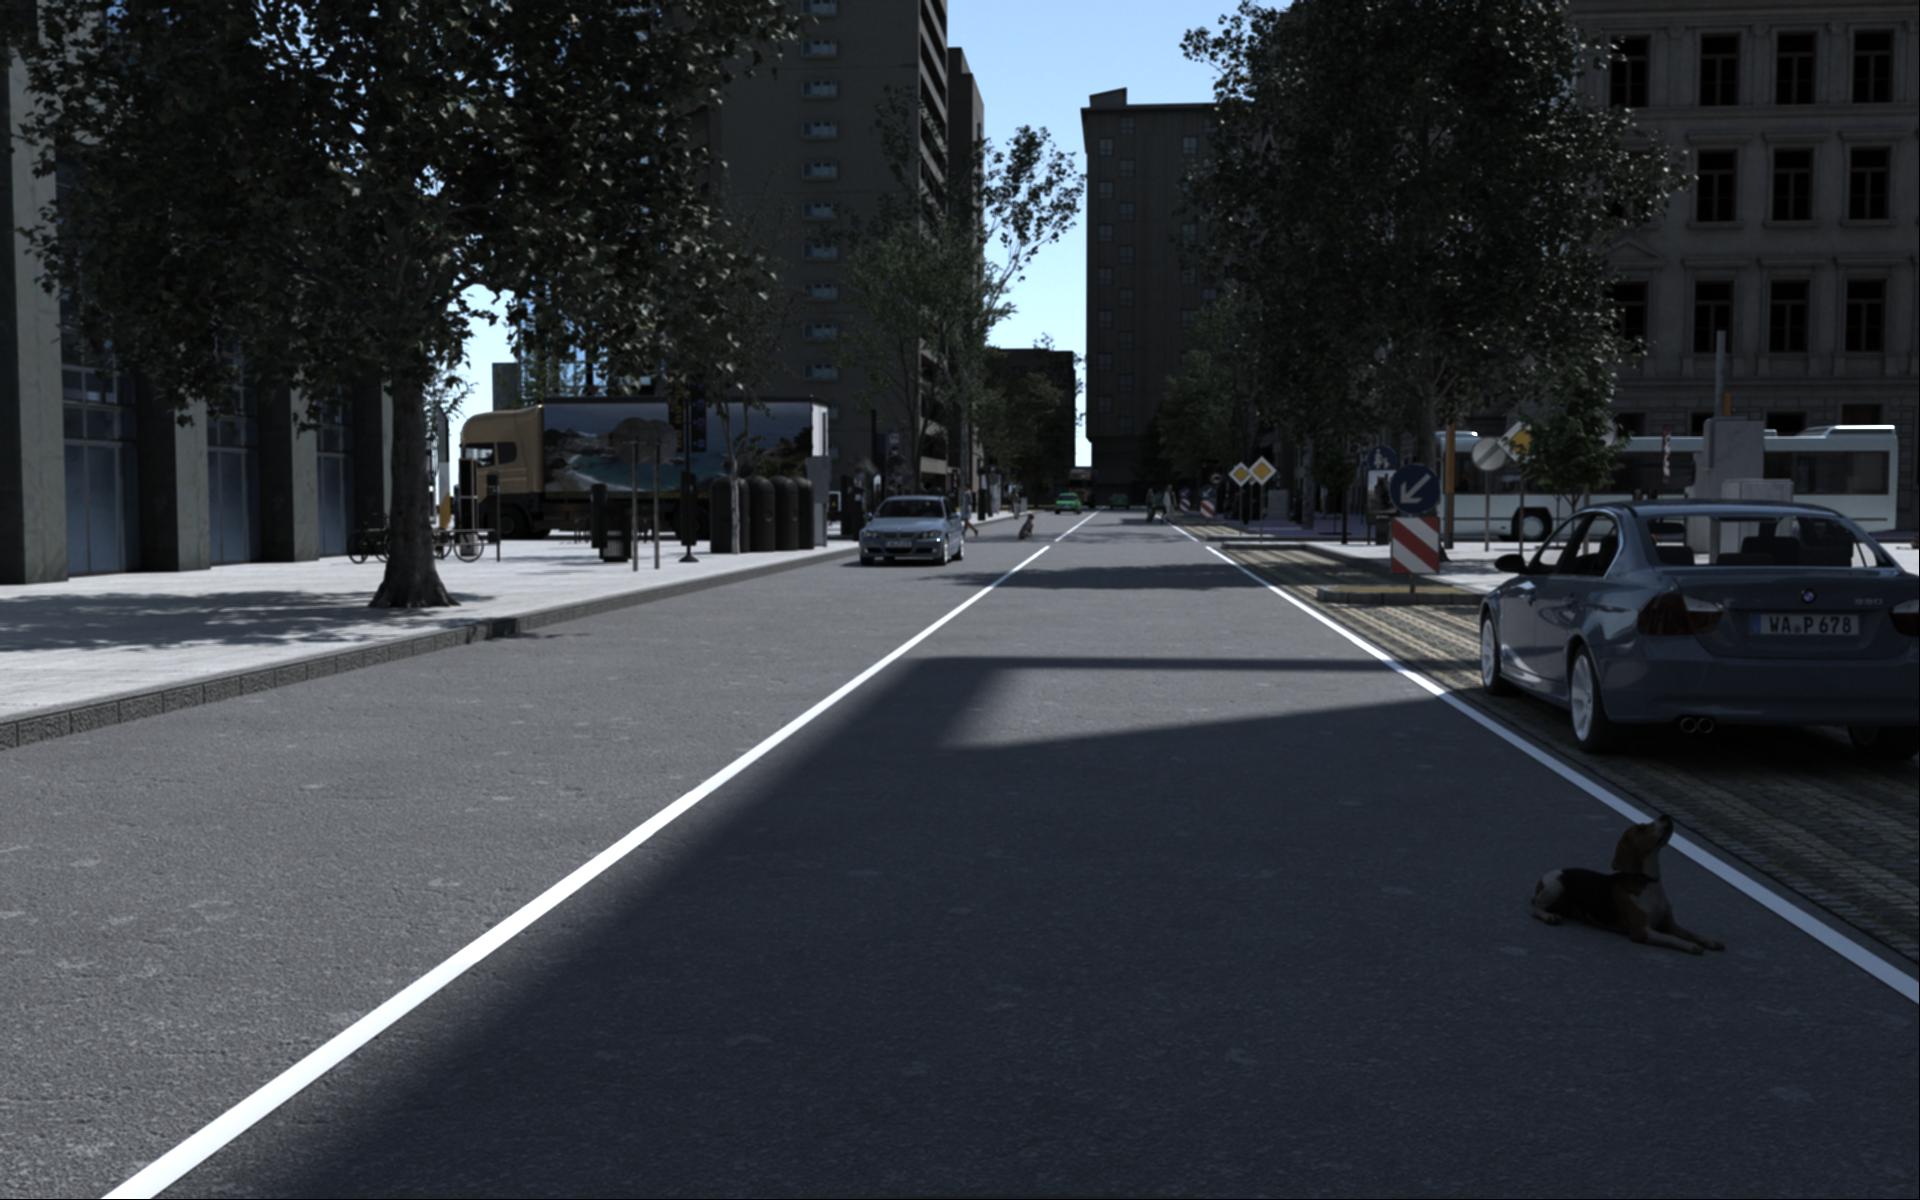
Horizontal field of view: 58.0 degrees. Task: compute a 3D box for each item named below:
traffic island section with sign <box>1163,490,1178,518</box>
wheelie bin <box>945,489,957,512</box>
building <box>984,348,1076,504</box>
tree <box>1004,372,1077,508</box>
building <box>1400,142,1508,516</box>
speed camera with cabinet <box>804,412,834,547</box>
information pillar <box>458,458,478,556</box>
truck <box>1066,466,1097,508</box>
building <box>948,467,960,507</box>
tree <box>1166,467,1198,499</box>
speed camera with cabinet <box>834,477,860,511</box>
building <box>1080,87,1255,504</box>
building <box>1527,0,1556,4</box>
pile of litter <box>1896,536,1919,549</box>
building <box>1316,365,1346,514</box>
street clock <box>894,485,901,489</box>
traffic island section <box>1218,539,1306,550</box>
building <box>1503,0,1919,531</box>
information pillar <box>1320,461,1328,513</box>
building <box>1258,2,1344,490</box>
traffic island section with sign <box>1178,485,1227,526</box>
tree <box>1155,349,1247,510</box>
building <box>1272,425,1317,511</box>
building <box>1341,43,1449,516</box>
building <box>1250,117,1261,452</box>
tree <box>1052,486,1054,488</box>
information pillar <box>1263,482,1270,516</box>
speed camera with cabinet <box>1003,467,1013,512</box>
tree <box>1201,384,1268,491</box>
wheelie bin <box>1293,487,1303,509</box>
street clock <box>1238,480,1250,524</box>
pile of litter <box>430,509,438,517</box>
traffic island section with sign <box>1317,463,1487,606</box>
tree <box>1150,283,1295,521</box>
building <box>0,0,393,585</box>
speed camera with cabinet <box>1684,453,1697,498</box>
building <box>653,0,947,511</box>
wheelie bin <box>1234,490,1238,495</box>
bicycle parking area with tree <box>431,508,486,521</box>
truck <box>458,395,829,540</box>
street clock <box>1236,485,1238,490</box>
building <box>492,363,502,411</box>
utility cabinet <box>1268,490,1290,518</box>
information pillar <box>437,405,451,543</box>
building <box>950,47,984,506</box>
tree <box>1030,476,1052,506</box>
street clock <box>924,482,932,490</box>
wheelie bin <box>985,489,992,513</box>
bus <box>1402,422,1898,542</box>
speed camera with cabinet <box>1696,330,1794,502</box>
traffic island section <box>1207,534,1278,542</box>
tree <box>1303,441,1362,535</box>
[{"bbox_3d":[13.517,-5.901,105.105,1.989,1.847,2.006,0,4,5],"label":"traffic island section with sign"},{"bbox_3d":[-0.633,-6.724,117.853,0.693,1.594,0.980,-3,5,-39],"label":"wheelie bin"},{"bbox_3d":[0.912,-23.892,235.666,28.899,21.520,27.650,0,4,5],"label":"building"},{"bbox_3d":[7.404,-14.851,160.935,7.486,12.596,7.792,0,3,0],"label":"tree"},{"bbox_3d":[26.651,-13.200,80.446,10.561,19.102,19.286,0,4,5],"label":"building"},{"bbox_3d":[-3.571,-2.953,42.614,0.660,3.252,2.038,-1,4,-9],"label":"speed camera with cabinet"},{"bbox_3d":[-10.155,-1.913,35.775,0.304,2.012,0.304,0,4,0],"label":"information pillar"},{"bbox_3d":[12.575,-11.529,177.410,2.839,4.237,11.283,0,4,7],"label":"truck"},{"bbox_3d":[-10.596,-44.212,161.118,20.563,71.187,20.611,0,4,5],"label":"building"},{"bbox_3d":[21.813,-11.303,168.517,4.285,4.588,4.351,0,3,0],"label":"tree"},{"bbox_3d":[-7.236,-6.939,107.787,2.038,3.252,0.660,1,4,18],"label":"speed camera with cabinet"},{"bbox_3d":[30.196,-39.345,232.526,27.495,52.752,28.713,0,4,5],"label":"building"},{"bbox_3d":[82.039,-47.947,222.180,20.611,71.187,20.563,0,4,5],"label":"building"},{"bbox_3d":[22.742,-1.615,40.377,1.719,0.858,1.176,1,4,23],"label":"pile of litter"},{"bbox_3d":[31.629,-17.666,118.509,12.332,23.373,15.834,0,4,5],"label":"building"},{"bbox_3d":[-3.683,-5.961,102.032,0.358,2.002,0.471,2,4,32],"label":"street clock"},{"bbox_3d":[7.908,-1.412,45.369,2.009,0.180,2.903,0,4,5],"label":"traffic island section"},{"bbox_3d":[31.564,-13.948,64.201,21.152,22.565,11.583,0,4,5],"label":"building"},{"bbox_3d":[24.327,-7.606,115.708,0.504,3.616,0.183,2,4,35],"label":"information pillar"},{"bbox_3d":[40.675,-33.295,168.077,21.300,48.544,21.600,0,4,5],"label":"building"},{"bbox_3d":[10.957,-4.231,77.810,1.989,1.847,2.006,0,4,5],"label":"traffic island section with sign"},{"bbox_3d":[18.946,-13.313,135.797,7.486,12.596,7.792,0,3,0],"label":"tree"},{"bbox_3d":[41.224,-18.257,143.538,27.650,21.520,28.899,0,4,5],"label":"building"},{"bbox_3d":[29.870,-19.226,100.256,13.634,28.700,20.117,0,4,5],"label":"building"},{"bbox_3d":[38.898,-32.816,186.651,14.600,45.320,14.200,0,4,5],"label":"building"},{"bbox_3d":[9.523,-12.134,192.985,1.663,3.219,1.824,0,3,0],"label":"tree"},{"bbox_3d":[18.264,-6.041,103.259,0.304,2.012,0.304,-1,4,-10],"label":"information pillar"},{"bbox_3d":[2.803,-8.000,125.129,2.038,3.252,0.660,1,4,9],"label":"speed camera with cabinet"},{"bbox_3d":[17.160,-9.759,109.918,4.737,8.622,4.395,0,3,0],"label":"tree"},{"bbox_3d":[16.395,-4.594,83.026,0.693,1.594,0.980,-1,4,-18],"label":"wheelie bin"},{"bbox_3d":[12.067,-4.190,73.070,0.358,2.002,0.471,1,4,17],"label":"street clock"},{"bbox_3d":[-30.671,-5.204,99.043,1.719,0.858,1.176,0,4,-1],"label":"pile of litter"},{"bbox_3d":[5.833,-0.887,23.131,1.989,1.847,2.006,0,4,5],"label":"traffic island section with sign"},{"bbox_3d":[14.002,-9.677,83.977,9.928,11.665,9.643,0,3,0],"label":"tree"},{"bbox_3d":[-28.466,-43.574,25.110,31.000,86.520,22.319,0,4,5],"label":"building"},{"bbox_3d":[15.942,-2.617,37.124,0.660,3.252,2.038,1,4,17],"label":"speed camera with cabinet"},{"bbox_3d":[-12.676,-31.630,140.846,21.300,48.544,21.600,0,4,5],"label":"building"},{"bbox_3d":[20.115,-7.161,124.985,0.693,1.594,0.980,-2,4,-27],"label":"wheelie bin"},{"bbox_3d":[-23.261,-6.529,93.747,8.231,4.147,9.016,0,4,-3],"label":"bicycle parking area with tree"},{"bbox_3d":[-9.584,-3.777,50.670,11.283,4.237,2.839,0,4,7],"label":"truck"},{"bbox_3d":[16.880,-6.112,104.497,0.358,2.002,0.471,3,4,37],"label":"street clock"},{"bbox_3d":[-34.932,-53.555,188.302,31.000,86.520,22.319,0,4,5],"label":"building"},{"bbox_3d":[16.581,-4.981,90.111,1.173,1.500,0.318,3,5,44],"label":"utility cabinet"},{"bbox_3d":[-13.496,-3.298,45.272,0.183,3.616,0.504,-3,5,-43],"label":"information pillar"},{"bbox_3d":[-8.736,-34.438,186.766,21.600,48.544,21.300,0,4,5],"label":"building"},{"bbox_3d":[7.740,-10.718,169.846,1.663,3.219,1.824,0,3,0],"label":"tree"},{"bbox_3d":[-1.948,-6.115,104.553,0.471,2.002,0.358,-1,4,-9],"label":"street clock"},{"bbox_3d":[1.701,-6.548,114.965,0.980,1.594,0.693,2,4,35],"label":"wheelie bin"},{"bbox_3d":[18.487,-3.250,48.001,13.247,3.499,2.948,0,4,6],"label":"bus"},{"bbox_3d":[9.249,-1.591,20.342,0.660,3.252,2.038,1,4,12],"label":"speed camera with cabinet"},{"bbox_3d":[8.654,-1.898,53.319,2.009,0.180,2.903,0,4,5],"label":"traffic island section"},{"bbox_3d":[11.957,-3.678,54.729,1.663,3.219,1.824,0,3,0],"label":"tree"}]
